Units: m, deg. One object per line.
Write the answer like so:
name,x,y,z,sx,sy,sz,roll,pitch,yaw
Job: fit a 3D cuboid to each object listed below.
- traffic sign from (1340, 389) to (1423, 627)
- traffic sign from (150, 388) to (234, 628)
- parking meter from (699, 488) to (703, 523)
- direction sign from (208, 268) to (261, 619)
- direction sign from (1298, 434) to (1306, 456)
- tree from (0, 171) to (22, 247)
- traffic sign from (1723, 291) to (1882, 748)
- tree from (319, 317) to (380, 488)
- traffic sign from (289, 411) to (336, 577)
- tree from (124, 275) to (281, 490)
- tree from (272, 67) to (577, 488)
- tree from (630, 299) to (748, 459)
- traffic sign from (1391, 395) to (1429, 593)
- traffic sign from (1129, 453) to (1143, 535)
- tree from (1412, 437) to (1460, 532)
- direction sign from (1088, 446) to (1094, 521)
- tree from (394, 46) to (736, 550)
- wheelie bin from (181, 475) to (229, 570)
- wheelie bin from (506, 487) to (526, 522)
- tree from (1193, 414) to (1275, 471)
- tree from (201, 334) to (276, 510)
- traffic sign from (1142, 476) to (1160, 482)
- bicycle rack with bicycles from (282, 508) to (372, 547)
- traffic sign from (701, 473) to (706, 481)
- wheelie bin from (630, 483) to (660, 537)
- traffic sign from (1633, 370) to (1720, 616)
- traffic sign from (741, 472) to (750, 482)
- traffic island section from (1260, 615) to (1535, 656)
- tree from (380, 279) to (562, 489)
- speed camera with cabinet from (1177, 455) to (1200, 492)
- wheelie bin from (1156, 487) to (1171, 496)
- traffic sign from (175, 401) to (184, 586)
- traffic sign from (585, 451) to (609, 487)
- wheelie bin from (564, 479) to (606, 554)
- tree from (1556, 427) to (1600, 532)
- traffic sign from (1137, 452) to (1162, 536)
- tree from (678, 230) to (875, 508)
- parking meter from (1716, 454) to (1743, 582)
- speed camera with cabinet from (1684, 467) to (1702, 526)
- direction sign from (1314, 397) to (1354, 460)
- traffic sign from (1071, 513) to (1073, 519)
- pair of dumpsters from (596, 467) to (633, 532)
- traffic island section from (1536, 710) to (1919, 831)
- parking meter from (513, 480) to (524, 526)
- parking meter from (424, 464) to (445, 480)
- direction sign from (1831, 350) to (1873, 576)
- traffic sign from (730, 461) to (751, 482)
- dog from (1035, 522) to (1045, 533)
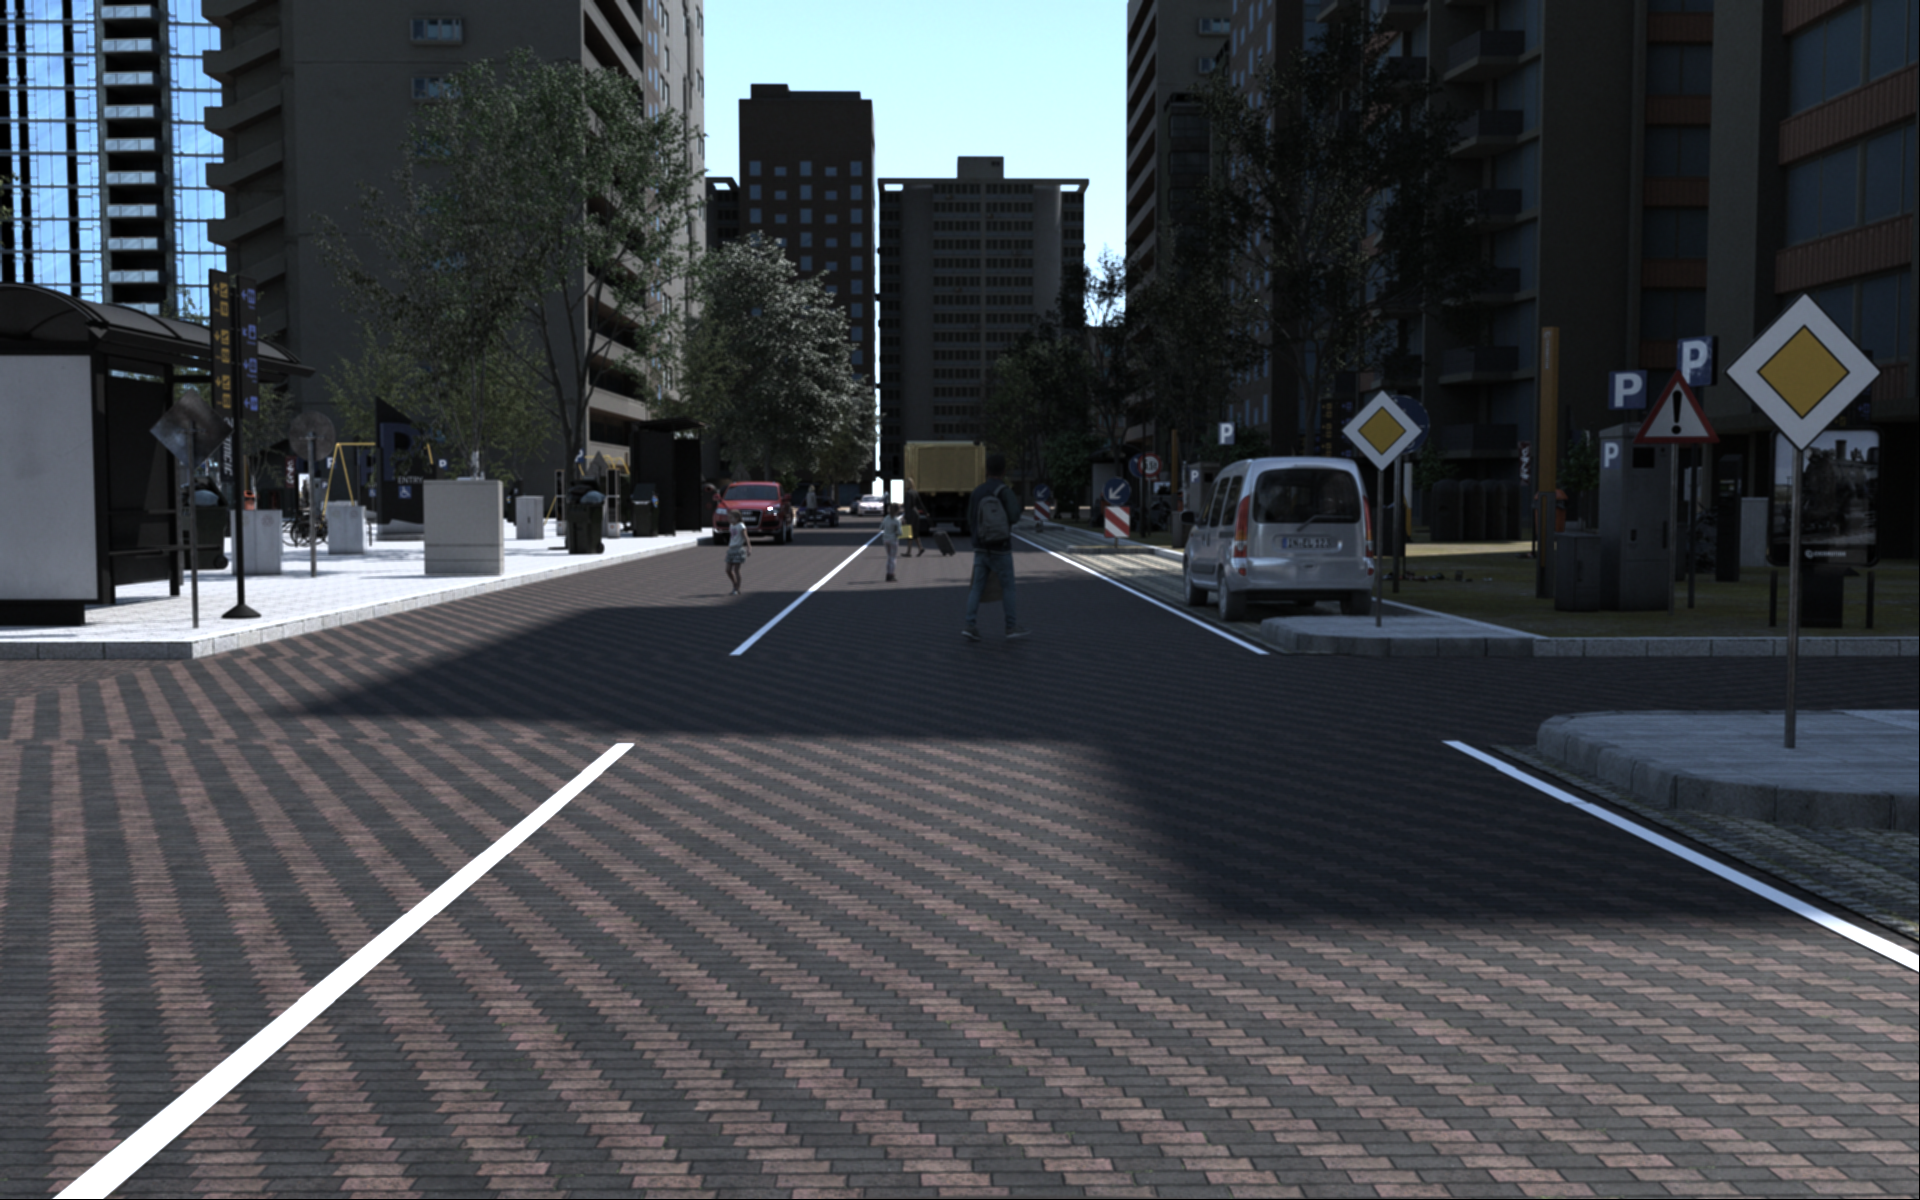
traffic sign,4.043,-0.797,16.675,0.795,2.450,0.064,0,4,-1
traffic sign,-7.300,-0.786,16.486,0.795,2.450,0.064,0,4,-1
parking meter,-9.364,-3.417,61.583,0.399,1.863,0.255,0,3,0
direction sign,-7.468,-1.584,17.895,0.379,3.537,0.876,0,4,6
direction sign,13.097,-4.464,64.989,0.876,3.537,0.379,2,4,35
tree,-16.233,-4.559,24.901,4.737,8.622,4.395,0,3,0
traffic sign,4.191,-0.309,8.692,0.795,2.450,0.064,0,4,-1
tree,-23.436,-7.332,70.235,4.737,8.622,4.395,0,3,0
traffic sign,-9.991,-1.627,26.701,0.768,2.556,0.104,0,4,8
tree,-25.181,-6.629,58.747,4.737,8.622,4.395,0,3,0
tree,-8.581,-4.851,29.680,4.360,8.622,3.978,0,3,0
tree,-10.060,-6.979,64.467,4.737,8.622,4.395,0,3,0
traffic sign,5.656,-1.363,22.395,0.768,2.556,0.104,0,4,6
traffic sign,5.666,-3.307,54.173,0.768,2.556,0.104,0,4,4
tree,15.802,-3.913,58.573,1.663,3.219,1.824,0,3,0
direction sign,6.146,-5.448,81.064,0.876,3.537,0.379,3,5,44
tree,-9.000,-6.986,39.975,9.928,11.665,9.643,0,3,0
wheelie bin,-12.884,-1.316,29.432,0.980,1.594,0.693,3,4,36
wheelie bin,-20.050,-4.305,78.298,0.693,1.594,0.980,1,4,21
tree,11.275,-5.361,71.358,4.285,4.588,4.351,0,3,0
tree,-30.082,-7.534,73.542,4.360,8.622,3.978,0,3,0
traffic sign,8.051,-4.492,73.446,0.884,2.594,0.081,0,4,8
bicycle rack with bicycles,-15.962,-1.808,42.946,2.925,0.926,2.852,-2,4,-33
traffic sign,-10.987,-4.398,71.912,0.884,2.594,0.081,0,4,2
wheelie bin,-9.386,-2.679,51.708,0.980,1.594,0.693,1,4,18
traffic sign,7.511,-1.114,18.225,0.884,2.594,0.081,0,4,4
traffic sign,-11.368,-5.532,90.548,0.768,2.556,0.104,0,4,1
traffic island section,4.066,0.338,16.753,2.009,0.180,2.903,0,4,-1
tree,-15.736,-6.527,57.080,4.737,8.622,4.395,0,3,0
speed camera with cabinet,11.347,-5.674,87.103,2.038,3.252,0.660,0,4,1
wheelie bin,8.798,-4.072,74.485,0.693,1.594,0.980,2,4,28
traffic sign,-10.934,-1.482,24.240,0.884,2.594,0.081,0,4,3
traffic sign,-10.821,-3.174,51.897,0.884,2.594,0.081,0,4,7
wheelie bin,-8.017,-1.782,37.050,0.980,1.594,0.693,1,4,18
tree,17.913,-3.397,50.142,1.663,3.219,1.824,0,3,0
traffic sign,5.793,-3.233,52.959,0.768,2.556,0.104,0,4,3
tree,-9.168,-10.833,83.773,9.857,13.997,8.962,0,3,0
parking meter,11.270,-1.203,25.379,0.255,1.863,0.399,3,4,37
speed camera with cabinet,25.749,-3.946,58.848,2.038,3.252,0.660,3,5,44
direction sign,8.873,-2.988,40.854,0.876,3.537,0.379,3,5,44
traffic sign,5.878,-5.541,90.707,0.768,2.556,0.104,0,4,5
pair of dumpsters,-11.772,-3.520,60.052,1.574,2.255,4.437,0,4,-1
traffic island section,4.215,0.826,8.769,2.009,0.180,2.903,0,4,-1
parking meter,-17.804,-3.921,69.817,0.399,1.863,0.255,2,4,32
parking meter,-10.271,-1.725,33.916,0.255,1.863,0.399,1,4,12
direction sign,13.951,-2.150,27.155,0.876,3.537,0.379,-2,4,-26
traffic sign,-8.635,-4.165,68.108,0.884,2.594,0.081,0,4,6
dog,2.970,-2.655,63.600,0.748,0.427,0.550,-3,5,-41
